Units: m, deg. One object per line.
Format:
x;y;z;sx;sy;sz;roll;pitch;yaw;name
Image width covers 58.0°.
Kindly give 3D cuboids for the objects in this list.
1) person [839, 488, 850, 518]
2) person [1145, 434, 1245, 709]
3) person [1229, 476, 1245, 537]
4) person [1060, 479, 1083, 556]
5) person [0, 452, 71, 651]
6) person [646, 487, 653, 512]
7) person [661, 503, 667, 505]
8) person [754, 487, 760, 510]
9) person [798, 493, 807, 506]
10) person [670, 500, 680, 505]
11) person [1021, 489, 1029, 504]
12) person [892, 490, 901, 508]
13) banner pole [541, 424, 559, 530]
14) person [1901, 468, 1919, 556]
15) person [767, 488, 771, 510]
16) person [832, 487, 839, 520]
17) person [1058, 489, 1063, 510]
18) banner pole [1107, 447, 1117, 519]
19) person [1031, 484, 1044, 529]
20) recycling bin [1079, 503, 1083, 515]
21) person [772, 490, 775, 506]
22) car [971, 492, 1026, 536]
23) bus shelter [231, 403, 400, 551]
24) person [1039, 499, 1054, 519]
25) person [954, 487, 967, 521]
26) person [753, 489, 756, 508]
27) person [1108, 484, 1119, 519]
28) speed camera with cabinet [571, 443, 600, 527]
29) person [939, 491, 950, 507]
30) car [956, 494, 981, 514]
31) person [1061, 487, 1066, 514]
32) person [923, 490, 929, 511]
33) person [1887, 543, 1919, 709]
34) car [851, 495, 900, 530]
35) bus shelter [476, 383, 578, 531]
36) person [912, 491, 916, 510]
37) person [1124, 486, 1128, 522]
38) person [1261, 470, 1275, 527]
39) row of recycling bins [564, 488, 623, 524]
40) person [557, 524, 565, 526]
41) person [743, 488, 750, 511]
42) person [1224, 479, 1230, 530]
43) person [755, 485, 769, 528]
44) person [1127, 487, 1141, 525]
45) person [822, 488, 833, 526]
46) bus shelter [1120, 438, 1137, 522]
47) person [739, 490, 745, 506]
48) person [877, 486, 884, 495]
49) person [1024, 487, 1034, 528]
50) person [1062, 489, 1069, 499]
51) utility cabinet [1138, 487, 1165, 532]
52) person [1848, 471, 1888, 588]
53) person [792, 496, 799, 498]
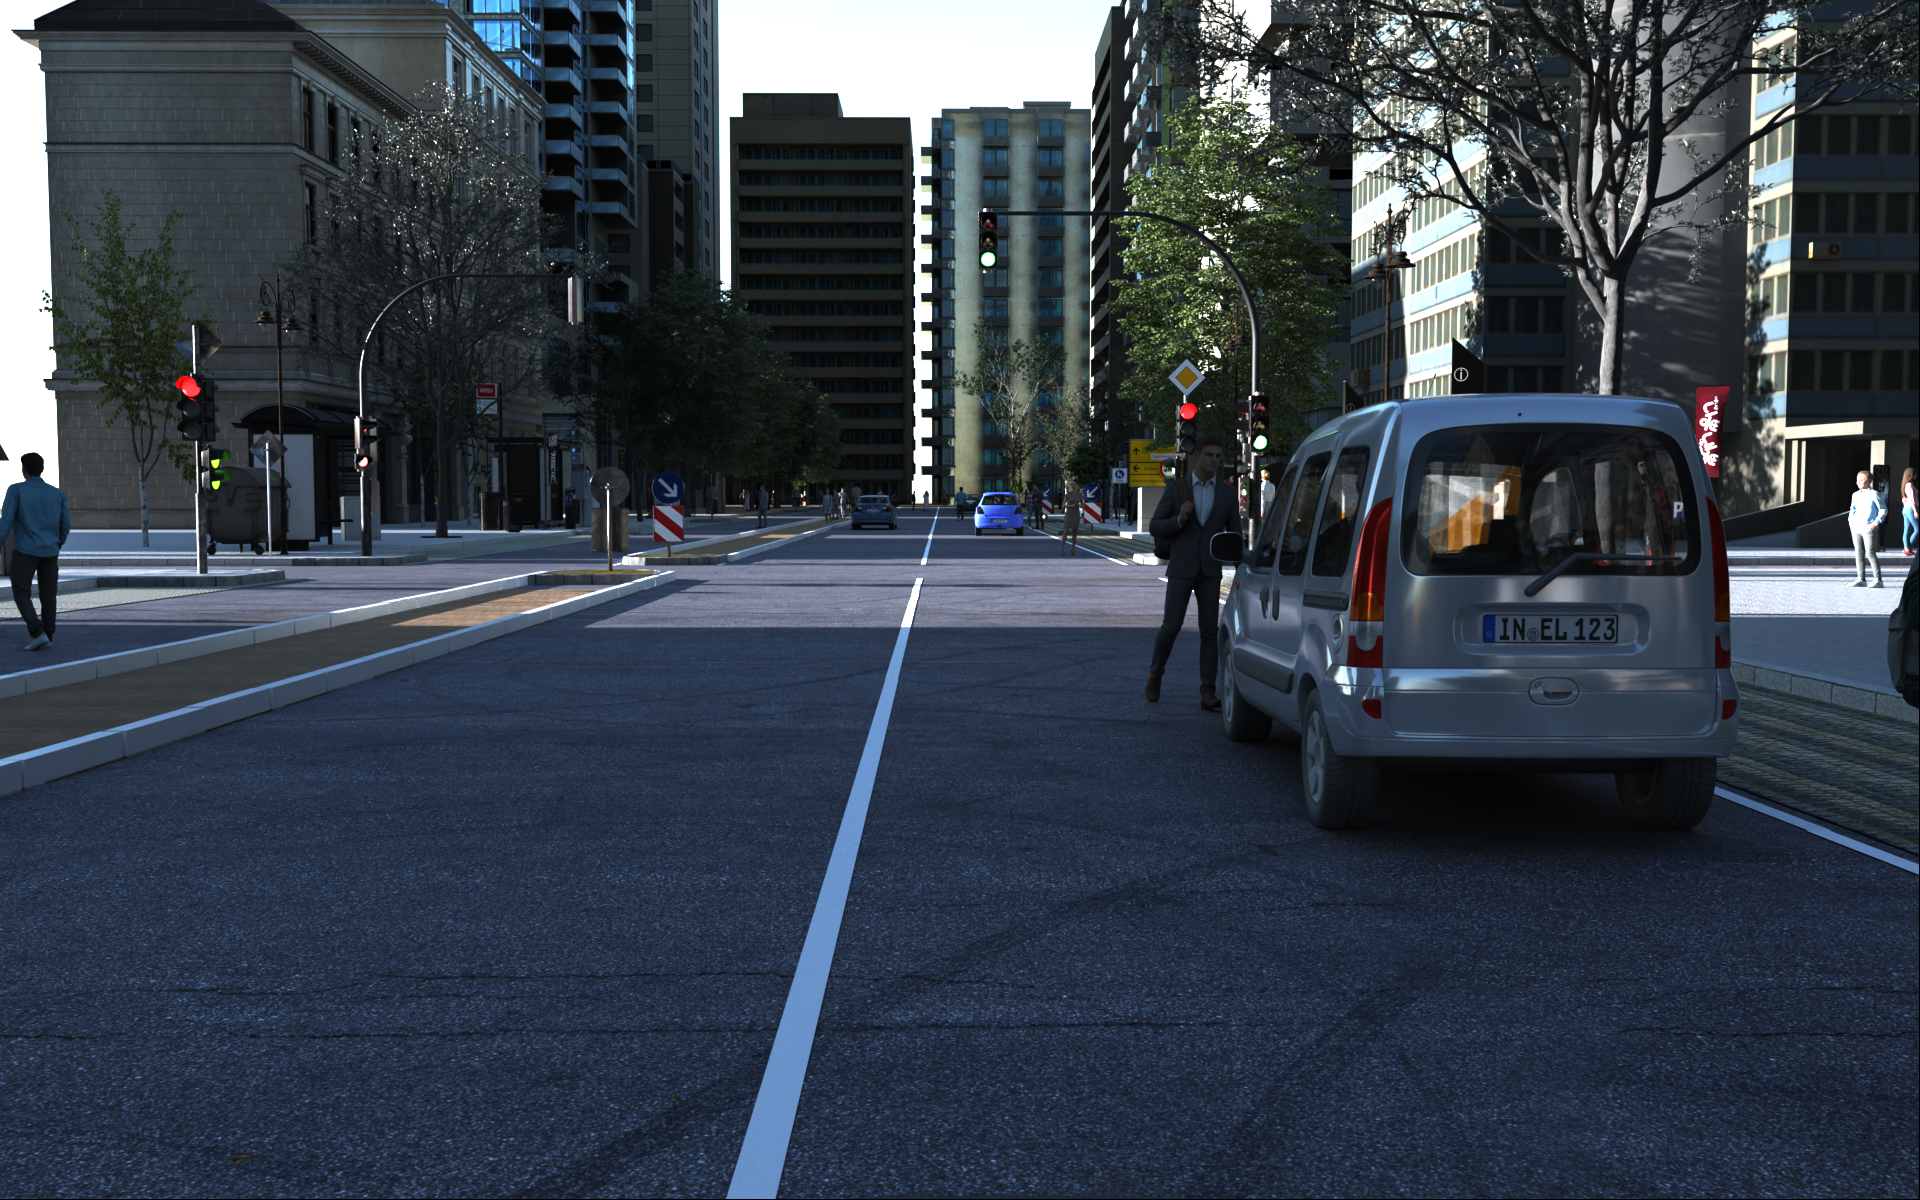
-7.028;-5.866;104.522;0.709;1.813;0.853;-2;4;-29;person
1.594;-0.194;11.637;0.622;1.834;0.822;-1;4;-15;person
8.300;-2.812;51.993;0.580;1.828;0.573;0;4;-1;person
2.617;-1.932;40.427;0.599;1.781;0.374;-1;4;-10;person
-8.543;-0.458;16.010;0.620;1.820;0.660;2;4;32;person
-22.189;-7.169;123.808;0.434;1.755;0.990;0;4;-1;person
-12.673;-4.029;75.052;0.731;1.740;0.598;-1;4;-9;person
-16.218;-8.080;138.167;0.705;1.823;1.348;-3;4;-37;person
-16.553;-10.572;182.079;0.799;1.438;0.628;-2;4;-25;person
-10.382;-3.319;62.996;0.478;1.798;0.641;-2;4;-25;person
6.380;-9.723;165.732;1.217;1.743;0.721;2;4;25;person
-4.572;-7.003;123.724;0.721;1.735;1.217;2;4;26;person
-14.696;-4.409;62.106;0.863;3.779;0.401;2;4;31;banner pole
19.691;-1.822;35.845;0.388;1.821;0.555;0;4;1;person
-15.684;-8.232;141.154;0.721;1.766;1.217;1;4;13;person
-7.021;-5.375;96.583;0.583;1.804;0.606;1;4;14;person
8.344;-8.266;141.995;0.742;1.727;0.445;2;4;33;person
7.995;-6.161;90.756;0.863;3.779;0.401;-2;4;-33;banner pole
3.124;-3.770;69.943;0.447;1.846;0.655;-3;4;-37;person
7.470;-5.729;106.229;0.722;1.027;0.722;2;4;29;recycling bin
-19.590;-10.775;183.011;0.445;1.727;0.742;2;4;28;person
1.367;-3.126;60.706;1.945;1.707;3.694;0;4;1;car
-15.247;-2.905;41.422;2.014;3.302;5.546;0;4;-1;bus shelter
4.450;-5.012;90.720;0.850;1.792;0.678;2;4;32;person
0.021;-5.115;92.148;0.660;1.820;0.620;-1;4;-10;person
-19.223;-9.474;161.773;0.721;1.723;1.217;-2;4;-31;person
7.825;-5.006;87.690;0.655;1.846;0.447;-2;4;-23;person
-14.661;-4.491;67.757;0.660;3.252;2.038;0;4;4;speed camera with cabinet
-1.729;-11.111;190.258;1.348;1.812;0.705;0;4;-6;person
0.686;-6.960;125.595;2.131;1.459;4.920;0;4;-1;car
6.853;-6.445;111.517;0.767;1.812;0.694;-1;4;-9;person
-2.856;-8.423;146.883;0.551;1.740;0.621;-3;4;-37;person
2.352;0.303;3.537;0.794;1.824;0.713;1;4;16;person
-3.491;-3.603;70.912;2.014;1.417;4.499;0;4;0;car
-16.352;-5.349;65.093;2.179;5.291;8.768;0;4;-1;bus shelter
-4.013;-8.655;150.924;0.530;1.710;0.541;2;4;35;person
7.895;-4.546;80.619;0.529;1.795;0.600;0;4;7;person
6.547;-1.873;36.899;0.478;1.798;0.641;-1;4;-21;person
-16.141;-4.184;75.524;1.069;1.692;3.534;2;4;34;row of recycling bins
-16.133;-3.915;70.150;0.391;1.810;0.635;2;4;34;person
-15.849;-7.448;128.485;0.551;1.740;0.621;2;4;35;person
9.425;-3.365;61.186;0.853;1.813;0.709;3;4;39;person
-8.227;-3.896;72.301;0.635;1.810;0.391;3;5;43;person
7.173;-3.977;70.865;0.655;1.846;0.447;0;4;-3;person
-5.883;-4.129;77.012;0.512;1.701;0.522;1;4;9;person
8.198;-5.199;76.287;1.731;3.624;6.357;0;4;0;bus shelter
-22.992;-10.923;184.619;0.705;1.826;1.348;2;4;35;person
-3.817;-4.601;83.823;0.778;1.811;0.616;3;4;38;person
2.979;-3.944;73.820;0.643;1.720;0.563;-1;4;-18;person
8.055;-7.465;128.821;1.217;1.743;0.721;-3;4;-39;person
6.542;-3.011;57.903;1.173;1.500;0.318;-1;4;-18;utility cabinet
12.482;-0.981;23.897;0.330;1.601;0.589;-1;4;-13;person
-17.157;-10.779;183.068;1.217;1.735;0.721;0;4;-6;person
